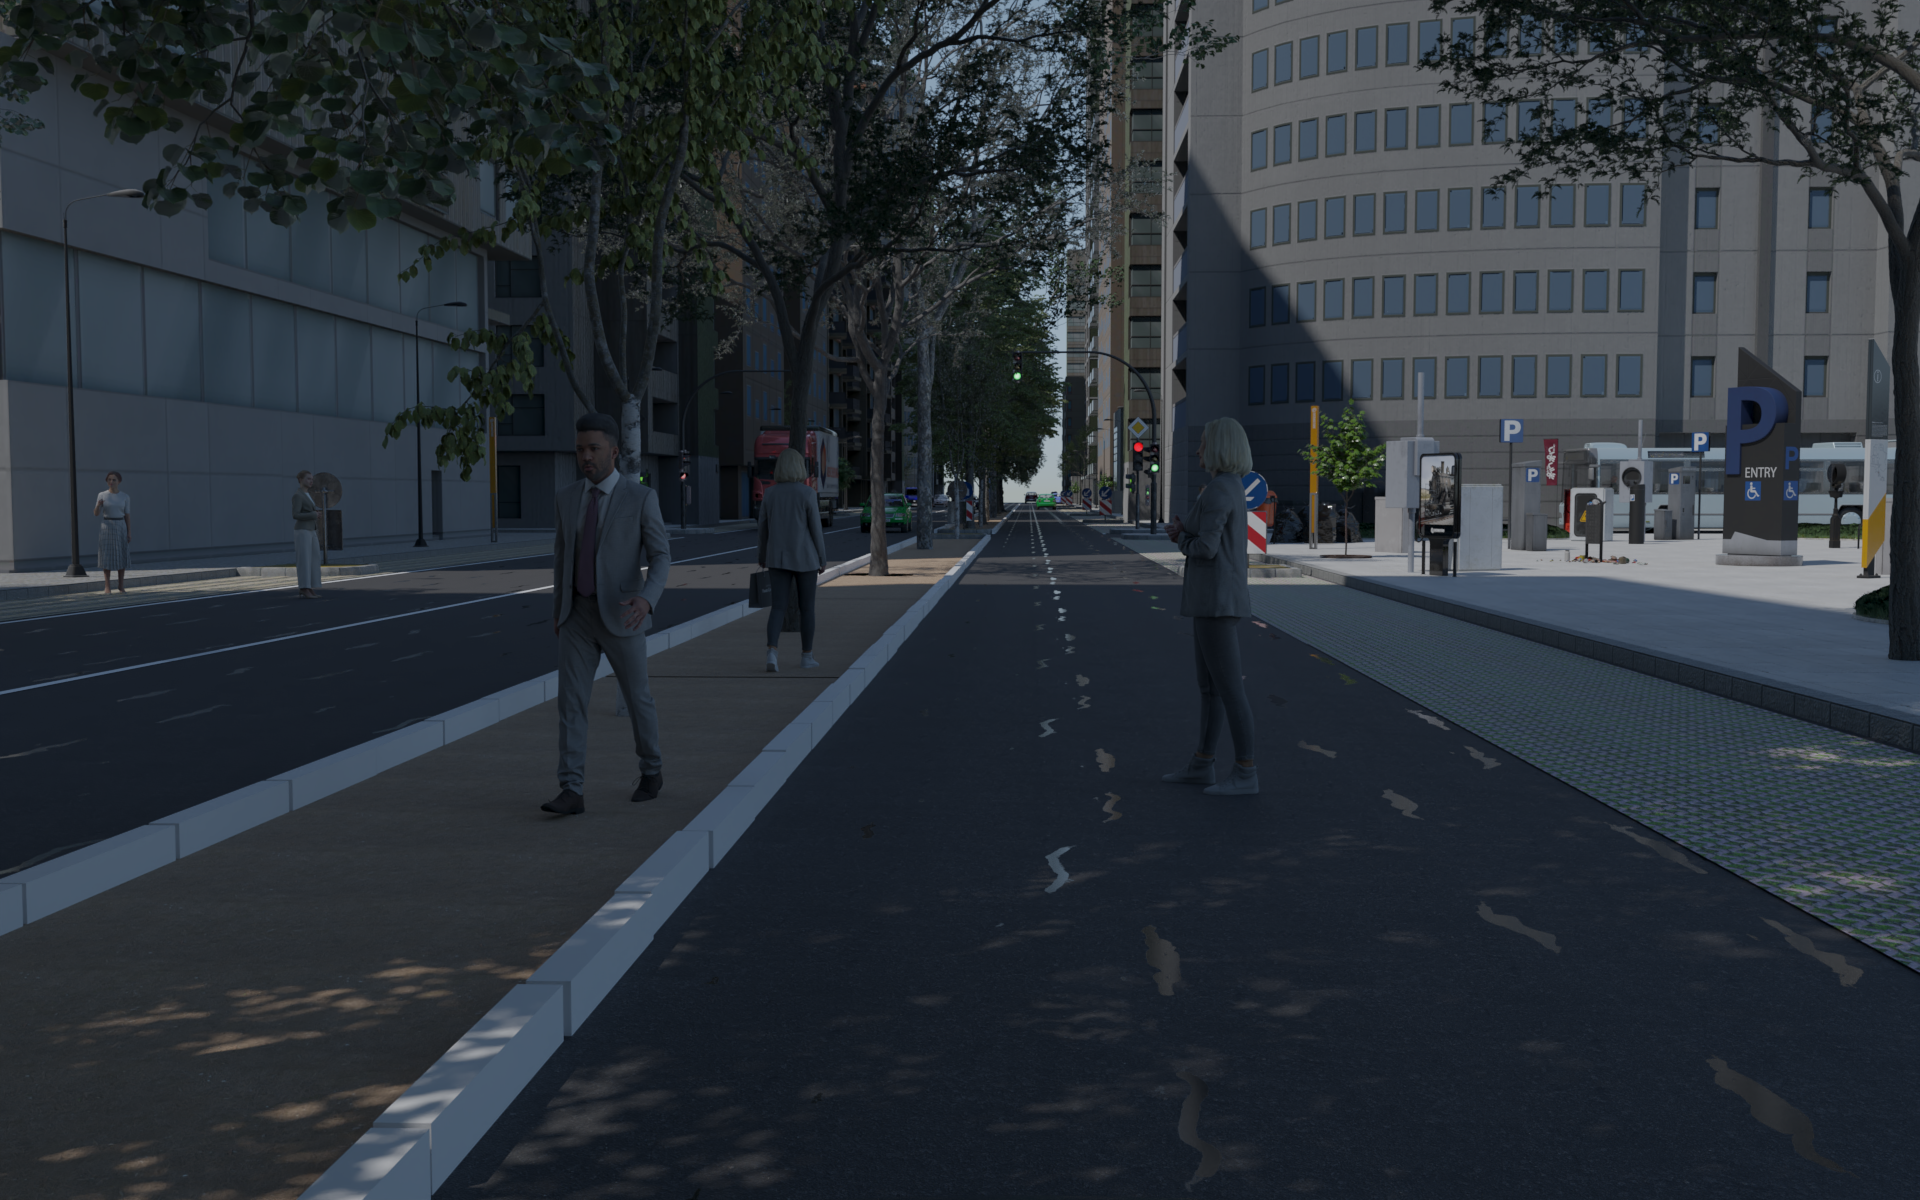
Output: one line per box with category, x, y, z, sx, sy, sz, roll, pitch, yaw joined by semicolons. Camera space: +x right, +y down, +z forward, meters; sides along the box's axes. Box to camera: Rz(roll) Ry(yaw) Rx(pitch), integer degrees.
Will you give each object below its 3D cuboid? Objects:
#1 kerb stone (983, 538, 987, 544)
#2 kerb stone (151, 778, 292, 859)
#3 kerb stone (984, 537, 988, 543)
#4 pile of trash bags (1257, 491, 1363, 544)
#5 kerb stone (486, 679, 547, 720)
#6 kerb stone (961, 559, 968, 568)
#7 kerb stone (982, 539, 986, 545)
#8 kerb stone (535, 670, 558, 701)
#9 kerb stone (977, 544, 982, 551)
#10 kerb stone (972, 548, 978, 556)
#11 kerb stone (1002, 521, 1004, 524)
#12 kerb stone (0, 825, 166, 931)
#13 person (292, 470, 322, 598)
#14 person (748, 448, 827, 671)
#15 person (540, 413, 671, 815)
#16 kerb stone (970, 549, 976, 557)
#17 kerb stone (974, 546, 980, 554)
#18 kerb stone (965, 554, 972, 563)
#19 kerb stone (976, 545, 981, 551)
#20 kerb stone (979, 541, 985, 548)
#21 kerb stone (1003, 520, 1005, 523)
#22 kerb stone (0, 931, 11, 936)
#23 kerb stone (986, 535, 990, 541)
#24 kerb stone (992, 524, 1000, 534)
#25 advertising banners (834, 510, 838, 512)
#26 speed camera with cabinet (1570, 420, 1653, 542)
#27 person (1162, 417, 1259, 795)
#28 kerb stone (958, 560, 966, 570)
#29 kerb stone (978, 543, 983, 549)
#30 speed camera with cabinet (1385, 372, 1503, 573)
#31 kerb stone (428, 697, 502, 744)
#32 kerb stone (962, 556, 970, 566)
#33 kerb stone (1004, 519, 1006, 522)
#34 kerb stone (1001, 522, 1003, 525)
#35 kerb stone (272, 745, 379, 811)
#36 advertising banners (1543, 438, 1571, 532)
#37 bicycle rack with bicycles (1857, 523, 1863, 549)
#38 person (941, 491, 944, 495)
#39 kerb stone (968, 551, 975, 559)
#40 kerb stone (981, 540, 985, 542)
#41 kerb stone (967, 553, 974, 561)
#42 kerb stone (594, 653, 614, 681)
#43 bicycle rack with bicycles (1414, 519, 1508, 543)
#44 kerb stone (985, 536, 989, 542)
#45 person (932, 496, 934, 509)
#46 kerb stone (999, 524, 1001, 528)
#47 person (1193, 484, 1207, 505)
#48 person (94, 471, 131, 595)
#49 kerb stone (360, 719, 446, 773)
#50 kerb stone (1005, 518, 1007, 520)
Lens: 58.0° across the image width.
kerb stone;0.601;-1.523;47.115;0.120;0.150;1.000;0;4;2
kerb stone;-3.084;0.915;7.255;0.120;0.150;1.000;0;4;2
kerb stone;0.645;-1.587;48.137;0.120;0.150;1.000;0;4;2
pile of trash bags;8.914;-2.175;45.309;3.447;1.369;1.912;-3;5;-42
kerb stone;-2.929;0.663;11.362;0.120;0.150;1.000;0;4;2
kerb stone;0.024;-0.641;32.770;0.120;0.150;1.000;0;4;2
kerb stone;0.560;-1.461;46.085;0.120;0.150;1.000;0;4;2
kerb stone;-2.884;0.601;12.383;0.120;0.150;1.000;0;4;2
kerb stone;0.402;-1.210;41.999;0.120;0.150;1.000;0;4;2
kerb stone;0.281;-1.022;38.912;0.120;0.150;1.000;0;4;2
kerb stone;1.721;-3.246;75.306;0.120;0.150;1.000;0;4;2
kerb stone;-3.125;0.979;6.225;0.120;0.150;1.000;0;4;2
person;-8.935;-0.899;23.755;0.362;1.759;0.519;0;4;-1
person;-1.444;-0.328;14.047;0.709;1.800;0.728;1;4;18
person;-1.592;0.058;7.829;0.678;1.792;0.850;1;4;15
kerb stone;0.230;-0.960;37.891;0.120;0.150;1.000;0;4;2
kerb stone;0.318;-1.085;39.943;0.120;0.150;1.000;0;4;2
kerb stone;0.116;-0.772;34.818;0.120;0.150;1.000;0;4;2
kerb stone;0.356;-1.148;40.969;0.120;0.150;1.000;0;4;2
kerb stone;0.493;-1.336;44.041;0.120;0.150;1.000;0;4;2
kerb stone;1.846;-3.437;78.383;0.120;0.150;1.000;0;4;2
kerb stone;-3.164;1.039;5.202;0.120;0.150;1.000;0;4;2
kerb stone;0.724;-1.712;50.188;0.120;0.150;1.000;0;4;2
kerb stone;1.400;-2.747;67.101;0.120;0.150;1.000;0;4;2
advertising banners;-9.173;-8.033;127.523;0.090;3.025;2.074;0;4;5
speed camera with cabinet;17.516;-3.196;46.590;0.660;3.252;2.038;-3;5;-44
person;1.179;0.022;8.328;0.526;1.800;0.537;1;4;23
kerb stone;-0.010;-0.584;31.747;0.120;0.150;1.000;0;4;2
kerb stone;0.444;-1.274;43.020;0.120;0.150;1.000;0;4;2
speed camera with cabinet;8.046;-2.104;28.734;2.038;3.252;0.660;-2;4;-25
kerb stone;-2.961;0.726;10.325;0.120;0.150;1.000;0;4;2
kerb stone;0.073;-0.710;33.797;0.120;0.150;1.000;0;4;2
kerb stone;1.969;-3.625;81.459;0.120;0.150;1.000;0;4;2
kerb stone;1.640;-3.123;73.260;0.120;0.150;1.000;0;4;2
kerb stone;-3.037;0.851;8.279;0.120;0.150;1.000;0;4;2
advertising banners;19.141;-3.545;54.142;0.090;3.025;2.074;-3;5;-40
bicycle rack with bicycles;22.216;-1.636;40.131;2.852;0.926;2.925;-1;4;-15
person;-2.531;-14.638;247.906;1.350;1.814;0.705;1;4;22
kerb stone;0.195;-0.897;36.869;0.120;0.150;1.000;0;4;2
kerb stone;0.523;-1.399;45.063;0.120;0.150;1.000;0;4;2
kerb stone;0.154;-0.835;35.845;0.120;0.150;1.000;0;4;2
kerb stone;-2.840;0.538;13.404;0.120;0.150;1.000;0;4;2
bicycle rack with bicycles;13.236;-2.002;46.115;2.925;0.926;2.852;-2;4;-26
kerb stone;0.686;-1.650;49.166;0.120;0.150;1.000;0;4;2
person;-2.655;-9.166;161.547;0.628;1.438;0.799;-3;5;-43
kerb stone;1.437;-2.810;68.131;0.120;0.150;1.000;0;4;2
person;6.351;-2.190;45.307;0.522;1.701;0.512;2;4;24
person;-11.958;-0.942;24.473;0.480;1.755;0.524;-3;4;-37
kerb stone;-3.005;0.792;9.302;0.120;0.150;1.000;0;4;2
kerb stone;2.086;-3.811;84.522;0.120;0.150;1.000;0;4;2
